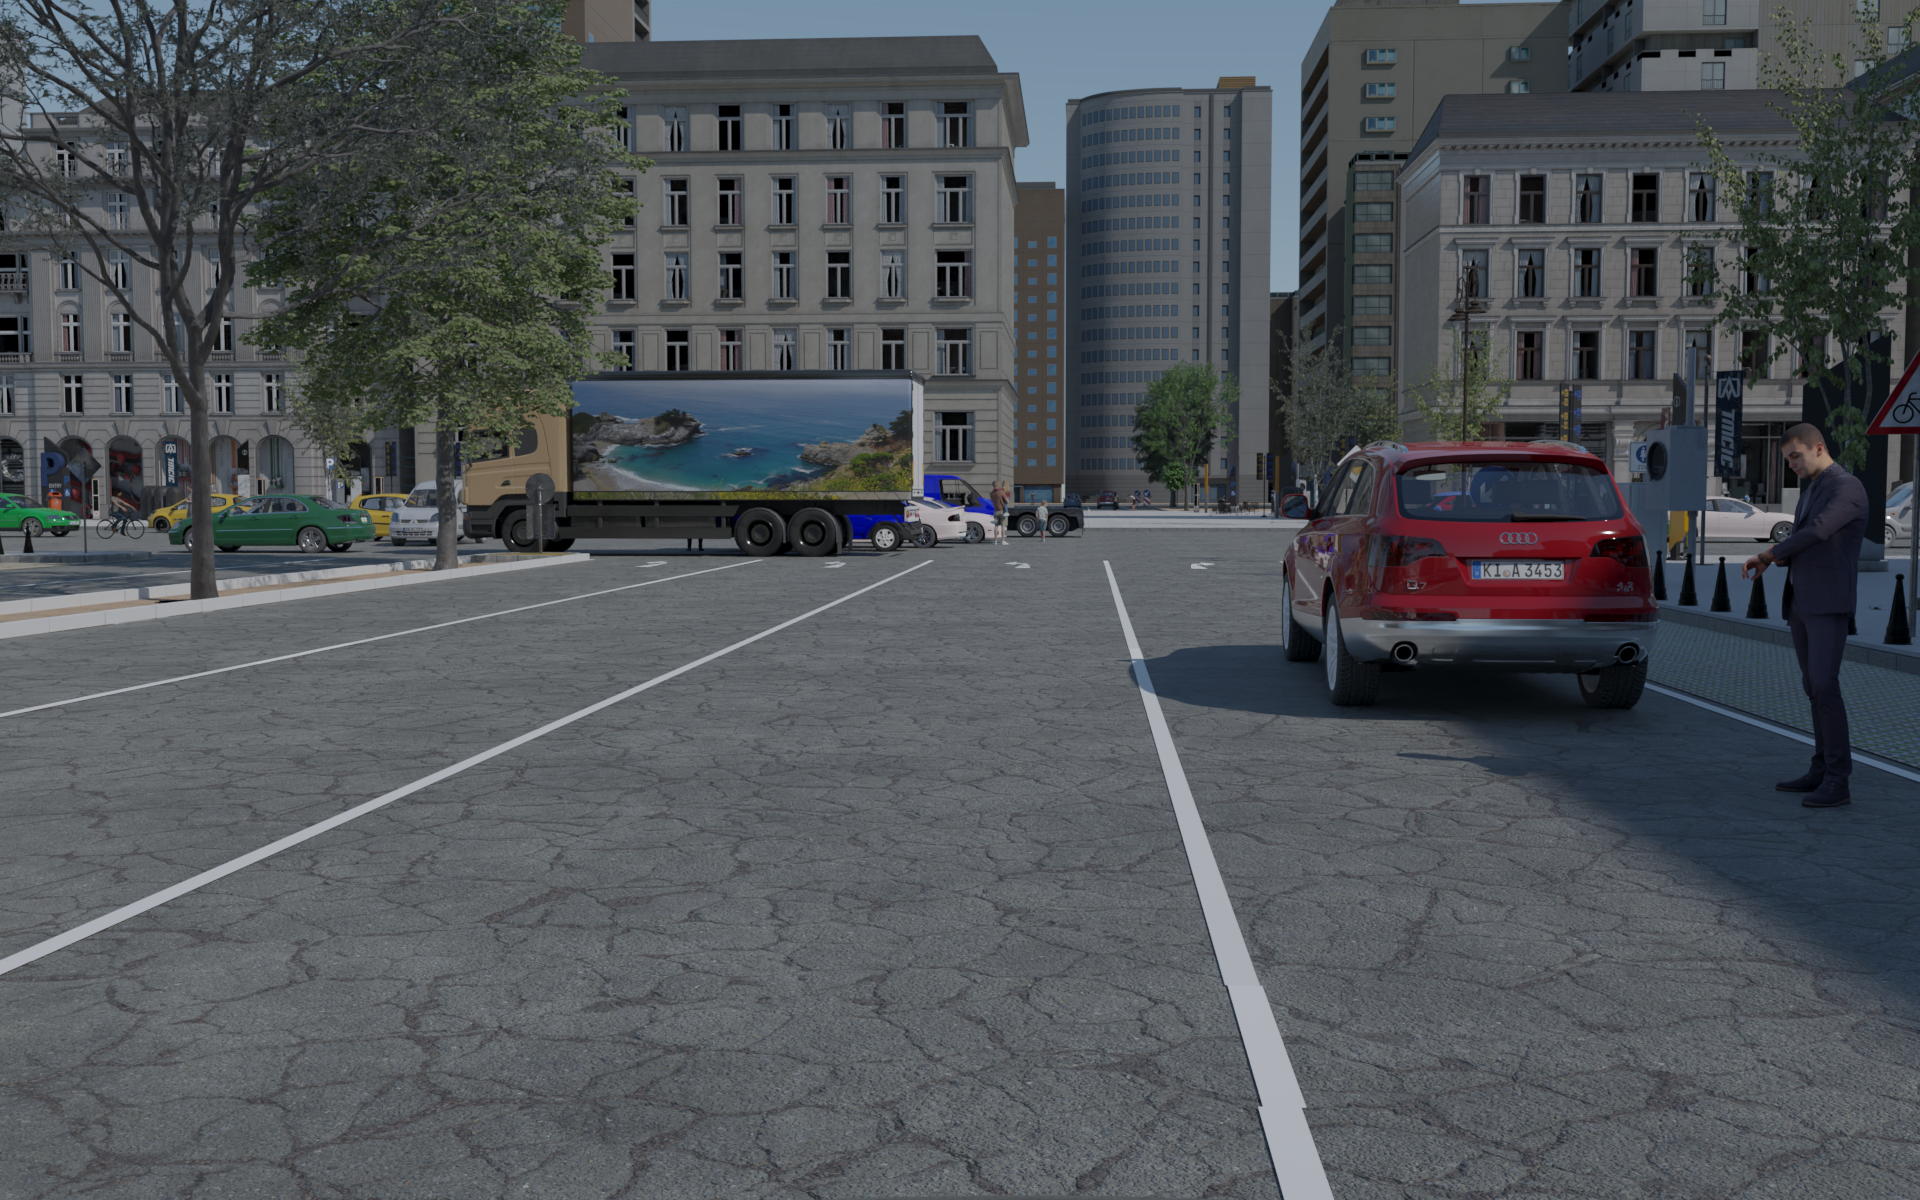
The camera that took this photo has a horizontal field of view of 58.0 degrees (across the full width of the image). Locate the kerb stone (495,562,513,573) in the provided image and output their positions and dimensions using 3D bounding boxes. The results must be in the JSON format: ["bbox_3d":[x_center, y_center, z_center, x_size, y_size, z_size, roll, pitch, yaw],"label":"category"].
[{"bbox_3d":[-8.458,-0.583,31.733,0.120,0.150,1.000,0,4,4],"label":"kerb stone"}]

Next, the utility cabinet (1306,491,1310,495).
[{"bbox_3d":[25.003,-7.221,126.747,1.173,1.500,0.318,0,4,7],"label":"utility cabinet"}]

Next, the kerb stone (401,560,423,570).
[{"bbox_3d":[-10.479,-0.649,32.808,0.120,0.150,1.000,0,4,4],"label":"kerb stone"}]

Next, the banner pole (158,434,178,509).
[{"bbox_3d":[-32.986,-5.019,72.077,0.863,3.779,0.401,-1,4,-22],"label":"banner pole"}]

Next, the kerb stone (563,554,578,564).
[{"bbox_3d":[-8.162,-0.834,35.835,0.120,0.150,1.000,0,4,4],"label":"kerb stone"}]

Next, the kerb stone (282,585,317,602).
[{"bbox_3d":[-9.043,-0.079,23.508,0.120,0.150,1.000,0,4,4],"label":"kerb stone"}]

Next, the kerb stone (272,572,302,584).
[{"bbox_3d":[-10.848,-0.336,27.686,0.120,0.150,1.000,0,4,4],"label":"kerb stone"}]

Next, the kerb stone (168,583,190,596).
[{"bbox_3d":[-11.069,-0.148,24.611,0.120,0.150,1.000,0,4,4],"label":"kerb stone"}]

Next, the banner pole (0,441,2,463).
[{"bbox_3d":[-45.195,-5.587,81.361,0.401,3.779,0.863,0,4,7],"label":"banner pole"}]

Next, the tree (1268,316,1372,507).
[{"bbox_3d":[14.658,-7.379,71.010,4.360,8.622,3.978,0,3,0],"label":"tree"}]

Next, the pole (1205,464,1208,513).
[{"bbox_3d":[16.720,-7.570,117.614,0.158,3.312,0.155,0,3,0],"label":"pole"}]

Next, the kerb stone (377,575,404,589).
[{"bbox_3d":[-8.828,-0.263,26.598,0.120,0.150,1.000,0,4,4],"label":"kerb stone"}]

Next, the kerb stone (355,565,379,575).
[{"bbox_3d":[-10.634,-0.524,30.761,0.120,0.150,1.000,0,4,4],"label":"kerb stone"}]

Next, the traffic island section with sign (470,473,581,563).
[{"bbox_3d":[-9.130,-1.759,36.892,2.006,1.907,1.989,0,4,4],"label":"traffic island section with sign"}]

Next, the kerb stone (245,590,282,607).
[{"bbox_3d":[-9.118,-0.017,22.478,0.120,0.150,1.000,0,4,4],"label":"kerb stone"}]

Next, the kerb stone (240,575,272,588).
[{"bbox_3d":[-10.919,-0.271,26.659,0.120,0.150,1.000,0,4,4],"label":"kerb stone"}]

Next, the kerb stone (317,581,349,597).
[{"bbox_3d":[-8.969,-0.143,24.539,0.120,0.150,1.000,0,4,4],"label":"kerb stone"}]

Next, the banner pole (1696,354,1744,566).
[{"bbox_3d":[13.577,-2.508,31.017,0.863,3.779,0.401,3,5,41],"label":"banner pole"}]

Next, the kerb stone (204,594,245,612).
[{"bbox_3d":[-9.187,0.051,21.452,0.120,0.150,1.000,0,4,4],"label":"kerb stone"}]

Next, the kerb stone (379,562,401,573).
[{"bbox_3d":[-10.561,-0.579,31.785,0.120,0.150,1.000,0,4,4],"label":"kerb stone"}]

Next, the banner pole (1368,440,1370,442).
[{"bbox_3d":[18.918,-5.474,79.520,0.401,3.779,0.863,-2,4,-31],"label":"banner pole"}]

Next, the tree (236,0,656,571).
[{"bbox_3d":[-9.542,-6.814,31.987,7.486,12.596,7.792,0,3,0],"label":"tree"}]

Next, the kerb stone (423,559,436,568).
[{"bbox_3d":[-10.408,-0.712,33.832,0.120,0.150,1.000,0,4,4],"label":"kerb stone"}]

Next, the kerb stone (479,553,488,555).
[{"bbox_3d":[-10.194,-0.899,36.916,0.120,0.150,1.000,0,4,4],"label":"kerb stone"}]

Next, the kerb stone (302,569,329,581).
[{"bbox_3d":[-10.776,-0.399,28.711,0.120,0.150,1.000,0,4,4],"label":"kerb stone"}]

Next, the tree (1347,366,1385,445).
[{"bbox_3d":[24.147,-9.143,99.849,4.737,8.622,4.395,0,3,0],"label":"tree"}]

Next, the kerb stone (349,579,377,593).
[{"bbox_3d":[-8.902,-0.207,25.574,0.120,0.150,1.000,0,4,4],"label":"kerb stone"}]

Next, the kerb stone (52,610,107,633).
[{"bbox_3d":[-9.416,0.236,18.373,0.120,0.150,1.000,0,4,4],"label":"kerb stone"}]

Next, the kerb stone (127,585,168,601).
[{"bbox_3d":[-11.138,-0.085,23.587,0.120,0.150,1.000,0,4,4],"label":"kerb stone"}]

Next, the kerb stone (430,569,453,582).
[{"bbox_3d":[-8.676,-0.395,28.649,0.120,0.150,1.000,0,4,4],"label":"kerb stone"}]

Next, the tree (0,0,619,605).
[{"bbox_3d":[-9.874,-6.685,22.127,12.009,13.543,11.850,0,3,0],"label":"tree"}]

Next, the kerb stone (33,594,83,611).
[{"bbox_3d":[-11.288,0.041,21.532,0.120,0.150,1.000,0,4,4],"label":"kerb stone"}]

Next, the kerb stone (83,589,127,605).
[{"bbox_3d":[-11.223,-0.022,22.557,0.120,0.150,1.000,0,4,4],"label":"kerb stone"}]

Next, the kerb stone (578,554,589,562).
[{"bbox_3d":[-8.090,-0.898,36.870,0.120,0.150,1.000,0,4,4],"label":"kerb stone"}]

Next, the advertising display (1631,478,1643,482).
[{"bbox_3d":[26.945,-3.892,68.841,0.123,1.923,0.974,0,4,-4],"label":"advertising display"}]

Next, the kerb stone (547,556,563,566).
[{"bbox_3d":[-8.239,-0.772,34.812,0.120,0.150,1.000,0,4,4],"label":"kerb stone"}]

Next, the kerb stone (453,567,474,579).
[{"bbox_3d":[-8.602,-0.458,29.677,0.120,0.150,1.000,0,4,4],"label":"kerb stone"}]

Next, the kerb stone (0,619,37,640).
[{"bbox_3d":[-9.482,0.296,17.349,0.120,0.150,1.000,0,4,4],"label":"kerb stone"}]

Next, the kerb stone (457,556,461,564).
[{"bbox_3d":[-10.336,-0.770,34.856,0.120,0.150,1.000,0,4,4],"label":"kerb stone"}]

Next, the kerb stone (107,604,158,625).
[{"bbox_3d":[-9.341,0.171,19.399,0.120,0.150,1.000,0,4,4],"label":"kerb stone"}]

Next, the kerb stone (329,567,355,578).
[{"bbox_3d":[-10.700,-0.461,29.735,0.120,0.150,1.000,0,4,4],"label":"kerb stone"}]

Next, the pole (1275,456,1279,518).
[{"bbox_3d":[16.941,-6.034,92.495,0.158,3.312,0.155,0,3,0],"label":"pole"}]

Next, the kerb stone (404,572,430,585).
[{"bbox_3d":[-8.747,-0.332,27.621,0.120,0.150,1.000,0,4,4],"label":"kerb stone"}]

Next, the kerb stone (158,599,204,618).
[{"bbox_3d":[-9.265,0.108,20.429,0.120,0.150,1.000,0,4,4],"label":"kerb stone"}]

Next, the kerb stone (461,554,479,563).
[{"bbox_3d":[-10.261,-0.837,35.883,0.120,0.150,1.000,0,4,4],"label":"kerb stone"}]

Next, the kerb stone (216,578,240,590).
[{"bbox_3d":[-10.994,-0.210,25.635,0.120,0.150,1.000,0,4,4],"label":"kerb stone"}]

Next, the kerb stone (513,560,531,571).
[{"bbox_3d":[-8.379,-0.646,32.757,0.120,0.150,1.000,0,4,4],"label":"kerb stone"}]

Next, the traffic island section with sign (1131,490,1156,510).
[{"bbox_3d":[16.818,-9.084,157.150,1.989,1.847,2.006,0,4,4],"label":"traffic island section with sign"}]

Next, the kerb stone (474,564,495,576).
[{"bbox_3d":[-8.527,-0.520,30.704,0.120,0.150,1.000,0,4,4],"label":"kerb stone"}]

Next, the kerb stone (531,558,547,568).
[{"bbox_3d":[-8.311,-0.709,33.784,0.120,0.150,1.000,0,4,4],"label":"kerb stone"}]

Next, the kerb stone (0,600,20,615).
[{"bbox_3d":[-11.365,0.107,20.509,0.120,0.150,1.000,0,4,4],"label":"kerb stone"}]
